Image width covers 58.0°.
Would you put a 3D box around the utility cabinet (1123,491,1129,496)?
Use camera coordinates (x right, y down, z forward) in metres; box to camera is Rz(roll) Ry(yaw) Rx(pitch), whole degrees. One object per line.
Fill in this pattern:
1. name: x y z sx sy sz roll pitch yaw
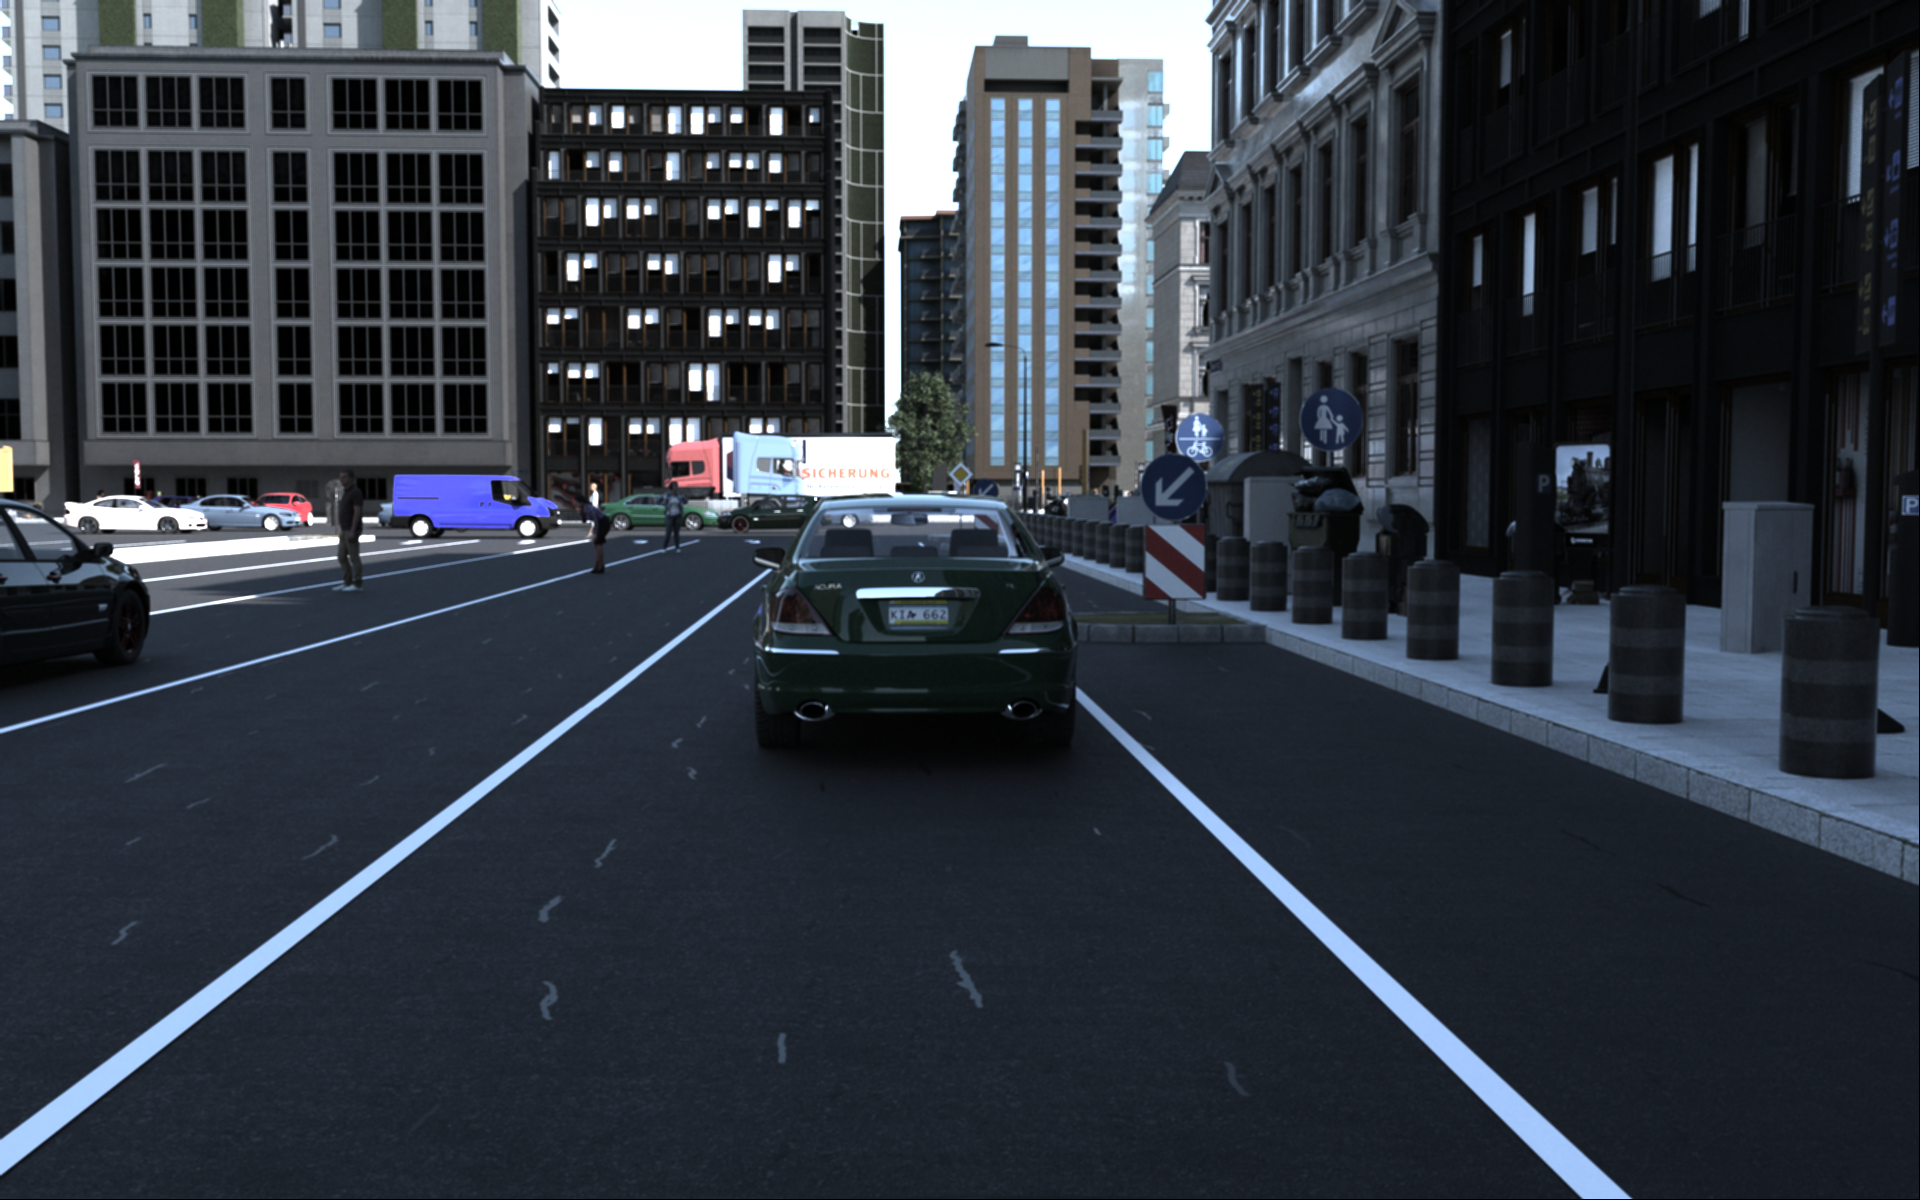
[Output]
1. utility cabinet: 12.795 -7.611 133.124 0.318 1.500 1.173 1 4 18

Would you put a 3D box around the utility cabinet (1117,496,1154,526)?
1. utility cabinet: 4.896 -2.277 48.383 1.020 1.237 0.306 0 4 2

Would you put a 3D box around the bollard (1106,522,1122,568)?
1. bollard: 2.812 -0.949 30.233 0.404 0.777 0.398 0 3 0

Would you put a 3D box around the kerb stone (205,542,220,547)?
1. kerb stone: -19.809 -1.427 45.613 0.120 0.150 1.000 0 4 -3

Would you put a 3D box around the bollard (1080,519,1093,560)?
1. bollard: 2.623 -1.176 33.942 0.404 0.777 0.398 0 3 0

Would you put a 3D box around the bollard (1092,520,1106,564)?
1. bollard: 2.719 -1.062 32.087 0.404 0.777 0.398 0 3 0

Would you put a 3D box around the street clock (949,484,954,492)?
1. street clock: -0.594 -7.652 129.685 0.471 2.002 0.358 1 4 12

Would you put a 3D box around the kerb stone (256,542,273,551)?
1. kerb stone: -17.596 -1.311 43.638 0.120 0.150 1.000 0 4 -3

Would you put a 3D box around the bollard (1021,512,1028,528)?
1. bollard: 1.932 -1.970 46.927 0.404 0.777 0.398 0 3 0

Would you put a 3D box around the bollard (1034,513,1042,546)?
1. bollard: 2.133 -1.743 43.222 0.404 0.777 0.398 0 3 0

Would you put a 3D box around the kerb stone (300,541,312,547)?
1. kerb stone: -17.763 -1.495 46.725 0.120 0.150 1.000 0 4 -3

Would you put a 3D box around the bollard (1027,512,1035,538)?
1. bollard: 2.035 -1.857 45.076 0.404 0.777 0.398 0 3 0

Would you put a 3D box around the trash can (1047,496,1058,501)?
1. trash can: 6.226 -6.430 116.776 0.748 1.137 0.748 0 3 0

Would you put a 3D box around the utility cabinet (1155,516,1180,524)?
1. utility cabinet: 3.922 -1.461 32.572 0.318 1.500 1.173 1 4 15

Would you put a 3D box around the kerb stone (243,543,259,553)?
1. kerb stone: -17.538 -1.248 42.603 0.120 0.150 1.000 0 4 -3

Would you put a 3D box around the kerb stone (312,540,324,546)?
1. kerb stone: -17.821 -1.563 47.754 0.120 0.150 1.000 0 4 -3

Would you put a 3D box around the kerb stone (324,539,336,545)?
1. kerb stone: -17.867 -1.626 48.792 0.120 0.150 1.000 0 4 -3

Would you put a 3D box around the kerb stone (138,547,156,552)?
1. kerb stone: -19.584 -1.179 41.491 0.120 0.150 1.000 0 4 -3

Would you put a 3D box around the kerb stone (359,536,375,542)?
1. kerb stone: -18.086 -1.872 52.903 0.120 0.150 1.000 0 4 -3

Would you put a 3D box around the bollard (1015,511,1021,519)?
1. bollard: 1.835 -2.084 48.784 0.404 0.777 0.398 0 3 0

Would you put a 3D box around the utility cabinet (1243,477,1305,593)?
1. utility cabinet: 4.233 -0.824 22.149 1.173 1.500 0.318 0 4 -6

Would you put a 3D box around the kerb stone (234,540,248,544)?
1. kerb stone: -19.911 -1.558 47.666 0.120 0.150 1.000 0 4 -3

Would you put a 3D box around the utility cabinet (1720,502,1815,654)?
1. utility cabinet: 6.661 -0.190 14.273 1.020 1.237 0.306 -3 5 -40

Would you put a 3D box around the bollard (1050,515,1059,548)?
1. bollard: 2.326 -1.516 39.500 0.404 0.777 0.398 0 3 0

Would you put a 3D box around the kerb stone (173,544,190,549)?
1. kerb stone: -19.695 -1.307 43.559 0.120 0.150 1.000 0 4 -3

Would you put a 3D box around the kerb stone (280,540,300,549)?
1. kerb stone: -17.704 -1.437 45.691 0.120 0.150 1.000 0 4 -3

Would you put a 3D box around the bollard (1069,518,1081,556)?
1. bollard: 2.525 -1.289 35.798 0.404 0.777 0.398 0 3 0

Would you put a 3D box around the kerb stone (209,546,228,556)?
1. kerb stone: -17.436 -1.122 40.538 0.120 0.150 1.000 0 4 -3

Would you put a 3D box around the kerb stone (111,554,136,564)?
1. kerb stone: -17.166 -0.804 35.379 0.120 0.150 1.000 0 4 -3

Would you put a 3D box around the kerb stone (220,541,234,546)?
1. kerb stone: -19.861 -1.487 46.639 0.120 0.150 1.000 0 4 -3

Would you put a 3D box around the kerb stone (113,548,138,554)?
1. kerb stone: -19.538 -1.117 40.465 0.120 0.150 1.000 0 4 -3

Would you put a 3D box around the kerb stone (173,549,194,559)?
1. kerb stone: -17.328 -0.988 38.478 0.120 0.150 1.000 0 4 -3

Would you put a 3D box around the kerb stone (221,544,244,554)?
1. kerb stone: -17.482 -1.185 41.574 0.120 0.150 1.000 0 4 -3

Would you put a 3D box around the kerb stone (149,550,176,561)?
1. kerb stone: -17.265 -0.932 37.441 0.120 0.150 1.000 0 4 -3

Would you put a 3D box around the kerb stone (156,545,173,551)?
1. kerb stone: -19.643 -1.242 42.523 0.120 0.150 1.000 0 4 -3

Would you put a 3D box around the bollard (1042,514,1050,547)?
1. bollard: 2.230 -1.630 41.368 0.404 0.777 0.398 0 3 0

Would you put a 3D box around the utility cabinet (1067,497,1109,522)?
1. utility cabinet: 3.221 -1.982 43.572 1.020 1.237 0.306 -1 4 -11

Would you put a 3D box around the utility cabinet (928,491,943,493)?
1. utility cabinet: -1.956 -7.919 138.156 1.173 1.500 0.318 0 4 0

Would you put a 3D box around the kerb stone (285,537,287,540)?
1. kerb stone: -20.128 -1.810 51.782 0.120 0.150 1.000 0 4 -3

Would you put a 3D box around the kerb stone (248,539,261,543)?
1. kerb stone: -19.967 -1.621 48.692 0.120 0.150 1.000 0 4 -3

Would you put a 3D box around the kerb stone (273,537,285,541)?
1. kerb stone: -20.073 -1.745 50.744 0.120 0.150 1.000 0 4 -3

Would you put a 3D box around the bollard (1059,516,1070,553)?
1. bollard: 2.424 -1.403 37.649 0.404 0.777 0.398 0 3 0

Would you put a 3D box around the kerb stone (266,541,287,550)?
1. kerb stone: -17.655 -1.374 44.665 0.120 0.150 1.000 0 4 -3

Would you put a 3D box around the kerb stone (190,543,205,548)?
1. kerb stone: -19.759 -1.368 44.586 0.120 0.150 1.000 0 4 -3

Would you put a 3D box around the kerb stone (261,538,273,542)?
1. kerb stone: -20.023 -1.683 49.718 0.120 0.150 1.000 0 4 -3

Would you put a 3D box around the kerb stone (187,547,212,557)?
1. kerb stone: -17.379 -1.059 39.504 0.120 0.150 1.000 0 4 -3

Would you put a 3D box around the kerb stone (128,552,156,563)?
1. kerb stone: -17.214 -0.868 36.406 0.120 0.150 1.000 0 4 -3

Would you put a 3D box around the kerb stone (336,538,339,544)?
1. kerb stone: -17.920 -1.689 49.818 0.120 0.150 1.000 0 4 -3

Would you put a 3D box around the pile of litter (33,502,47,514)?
1. pile of litter: -47.938 -4.619 89.489 1.176 0.858 1.719 1 4 22
